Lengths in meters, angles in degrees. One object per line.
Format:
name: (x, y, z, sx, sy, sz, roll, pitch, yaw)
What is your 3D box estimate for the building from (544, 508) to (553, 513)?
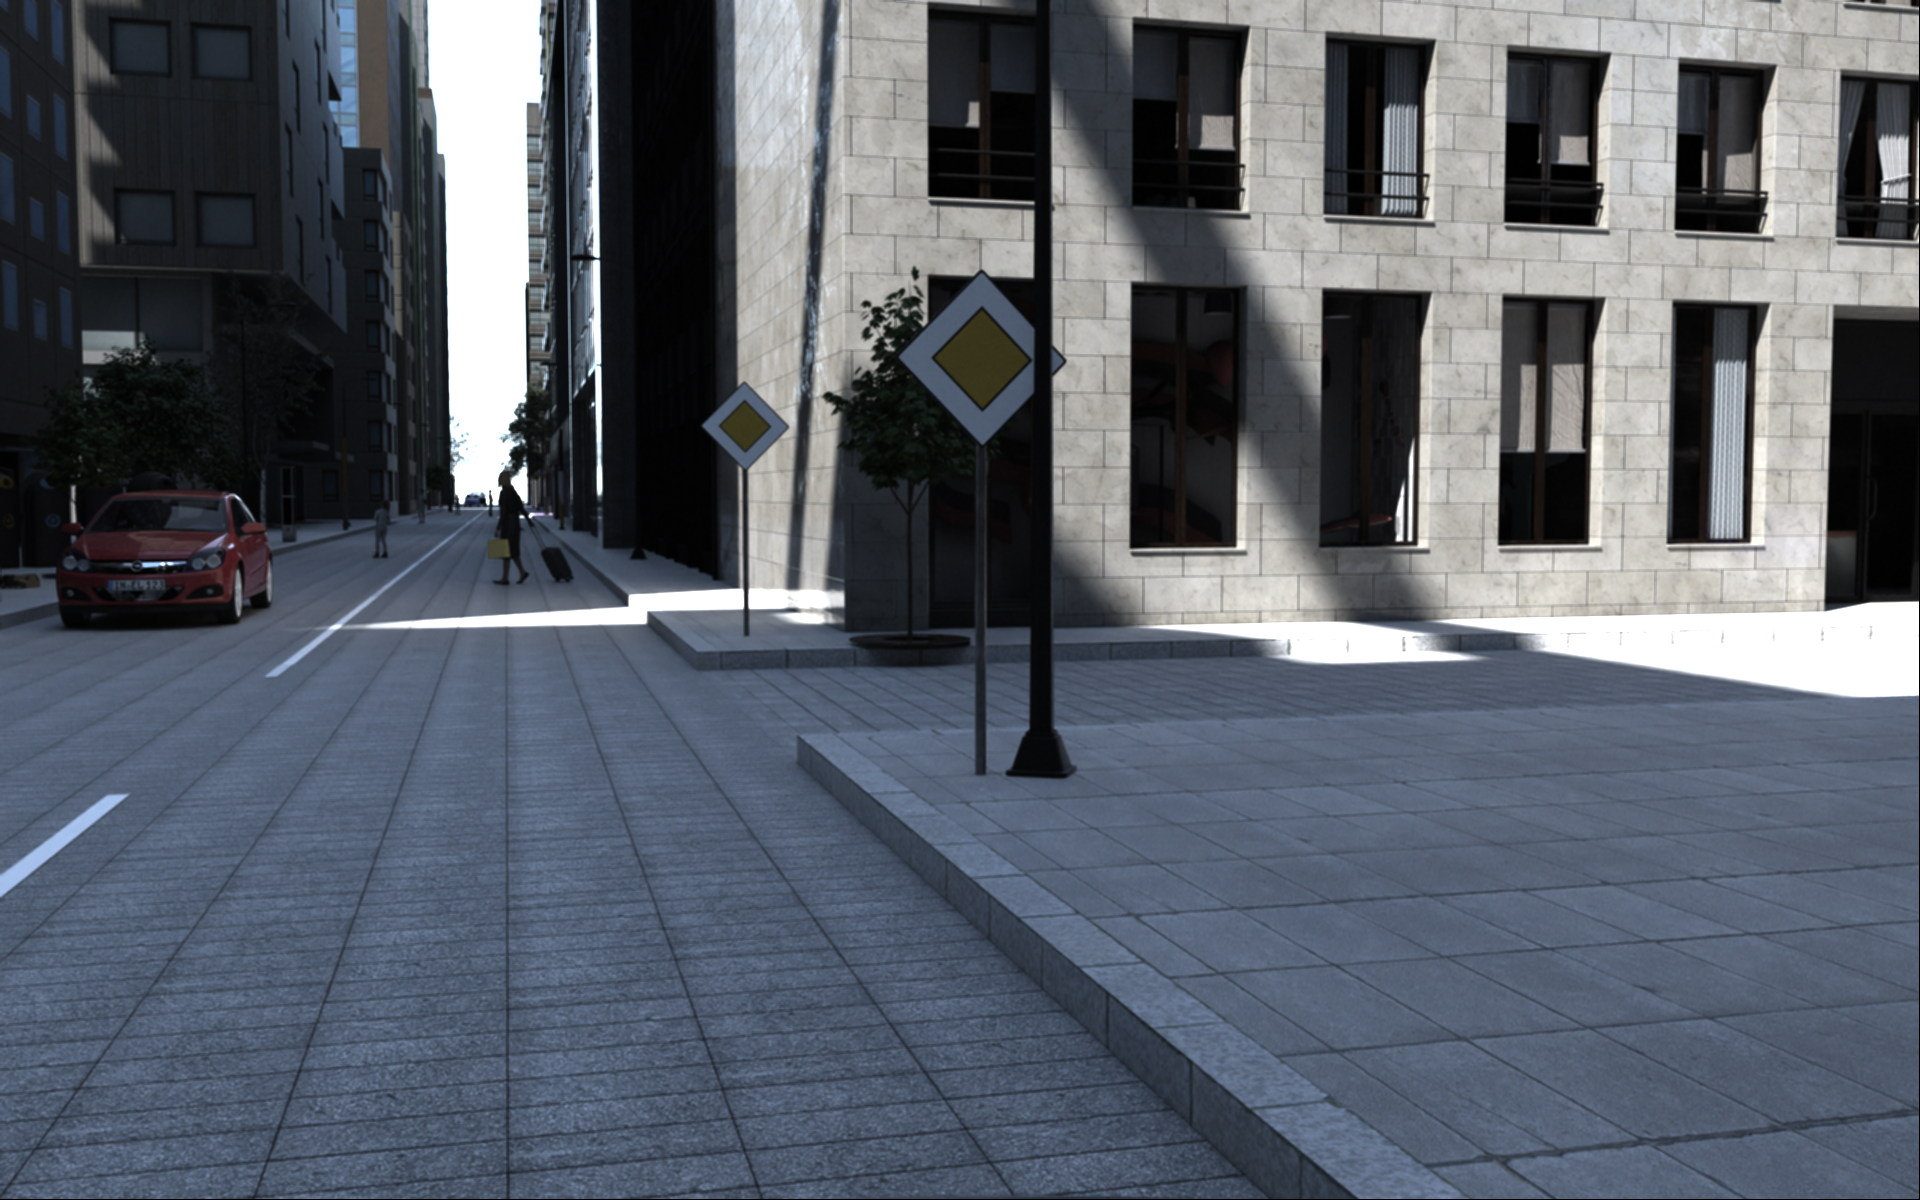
building: (-13.548, -26.474, 124.736, 32.217, 40.220, 23.993, -1, 4, -15)

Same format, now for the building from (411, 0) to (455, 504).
building: (-74.084, -47.520, 215.210, 20.563, 71.187, 20.611, -1, 4, -15)

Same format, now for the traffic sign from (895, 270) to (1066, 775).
traffic sign: (0.091, -0.258, 7.863, 0.795, 2.450, 0.064, -1, 4, -15)

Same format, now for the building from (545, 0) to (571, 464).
building: (-10.360, -15.691, 75.615, 14.314, 24.678, 30.058, -1, 4, -15)

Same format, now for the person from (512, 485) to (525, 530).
person: (-17.647, -3.660, 68.518, 0.721, 1.800, 0.419, 0, 4, 8)

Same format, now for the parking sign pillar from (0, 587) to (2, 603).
parking sign pillar: (-12.016, -1.935, 20.108, 1.447, 3.967, 1.447, 0, 4, 4)

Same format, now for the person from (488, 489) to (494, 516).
person: (-30.129, -6.255, 111.474, 0.721, 1.736, 1.217, 0, 4, -3)

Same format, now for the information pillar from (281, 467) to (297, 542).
information pillar: (-18.021, -2.569, 46.493, 0.304, 2.012, 0.304, 0, 4, -7)

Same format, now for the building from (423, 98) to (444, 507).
building: (-59.559, -29.883, 172.189, 14.154, 41.232, 14.086, -1, 4, -15)

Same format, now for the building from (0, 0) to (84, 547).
building: (-29.117, -23.735, 38.178, 14.600, 45.320, 14.200, -1, 4, -15)

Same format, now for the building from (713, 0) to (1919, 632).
building: (5.755, -10.265, 22.582, 16.860, 20.320, 10.420, -1, 4, -15)

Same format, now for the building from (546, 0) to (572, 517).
building: (-17.592, -20.344, 104.323, 14.160, 30.474, 14.107, -1, 4, -15)

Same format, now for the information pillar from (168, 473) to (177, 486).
information pillar: (-25.422, -3.138, 55.793, 0.304, 2.012, 0.304, -1, 4, -8)

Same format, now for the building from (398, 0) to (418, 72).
building: (-53.303, -28.334, 146.861, 14.154, 41.232, 14.086, -1, 4, -15)

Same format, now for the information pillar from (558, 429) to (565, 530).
information pillar: (-14.433, -4.359, 62.631, 0.183, 3.616, 0.504, -1, 4, -23)

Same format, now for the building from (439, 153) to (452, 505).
building: (-66.590, -31.596, 200.182, 14.154, 41.232, 14.086, -1, 4, -15)

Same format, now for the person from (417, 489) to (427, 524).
person: (-26.249, -4.586, 84.481, 0.522, 1.701, 0.512, -1, 4, -20)

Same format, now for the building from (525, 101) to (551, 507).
building: (-38.981, -30.689, 185.352, 14.154, 41.232, 14.086, -1, 4, -15)

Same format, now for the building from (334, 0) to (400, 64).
building: (-45.949, -28.676, 118.969, 14.600, 45.320, 14.200, -1, 4, -15)

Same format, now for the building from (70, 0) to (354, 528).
building: (-38.587, -29.113, 65.241, 28.713, 52.752, 27.495, -1, 4, -15)

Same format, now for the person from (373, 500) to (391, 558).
person: (-13.033, -1.601, 38.955, 0.394, 1.301, 0.425, 2, 4, 25)

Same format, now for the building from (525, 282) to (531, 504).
building: (-52.188, -28.462, 237.062, 14.160, 30.474, 14.107, -1, 4, -15)

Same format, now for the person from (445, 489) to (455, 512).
person: (-40.911, -7.983, 139.106, 1.350, 1.814, 0.705, 2, 4, 32)

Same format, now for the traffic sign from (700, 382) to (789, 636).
traffic sign: (-1.933, -0.731, 15.588, 0.795, 2.450, 0.064, -1, 4, -15)

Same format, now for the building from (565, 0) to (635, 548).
building: (-5.124, -14.261, 51.190, 12.078, 24.808, 19.932, -1, 4, -15)

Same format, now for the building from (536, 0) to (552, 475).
building: (-24.595, -32.420, 149.670, 23.786, 49.044, 30.456, -1, 4, -15)

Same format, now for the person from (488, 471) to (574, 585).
person: (-6.893, -1.163, 27.731, 1.509, 1.804, 0.699, -3, 5, -42)

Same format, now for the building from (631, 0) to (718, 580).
building: (0.299, -12.509, 34.199, 12.332, 23.373, 15.834, -1, 4, -15)

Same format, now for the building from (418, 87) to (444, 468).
building: (-63.178, -32.769, 185.887, 14.600, 45.320, 14.200, -1, 4, -15)

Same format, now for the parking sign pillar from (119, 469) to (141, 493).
parking sign pillar: (-25.307, -3.926, 52.661, 1.447, 3.967, 1.447, 0, 4, -4)

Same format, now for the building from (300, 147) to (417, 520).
building: (-45.950, -15.439, 97.463, 27.650, 21.520, 28.899, -1, 4, -15)

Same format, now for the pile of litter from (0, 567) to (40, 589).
pile of litter: (-13.406, -0.612, 23.974, 1.176, 0.858, 1.719, -2, 4, -35)
